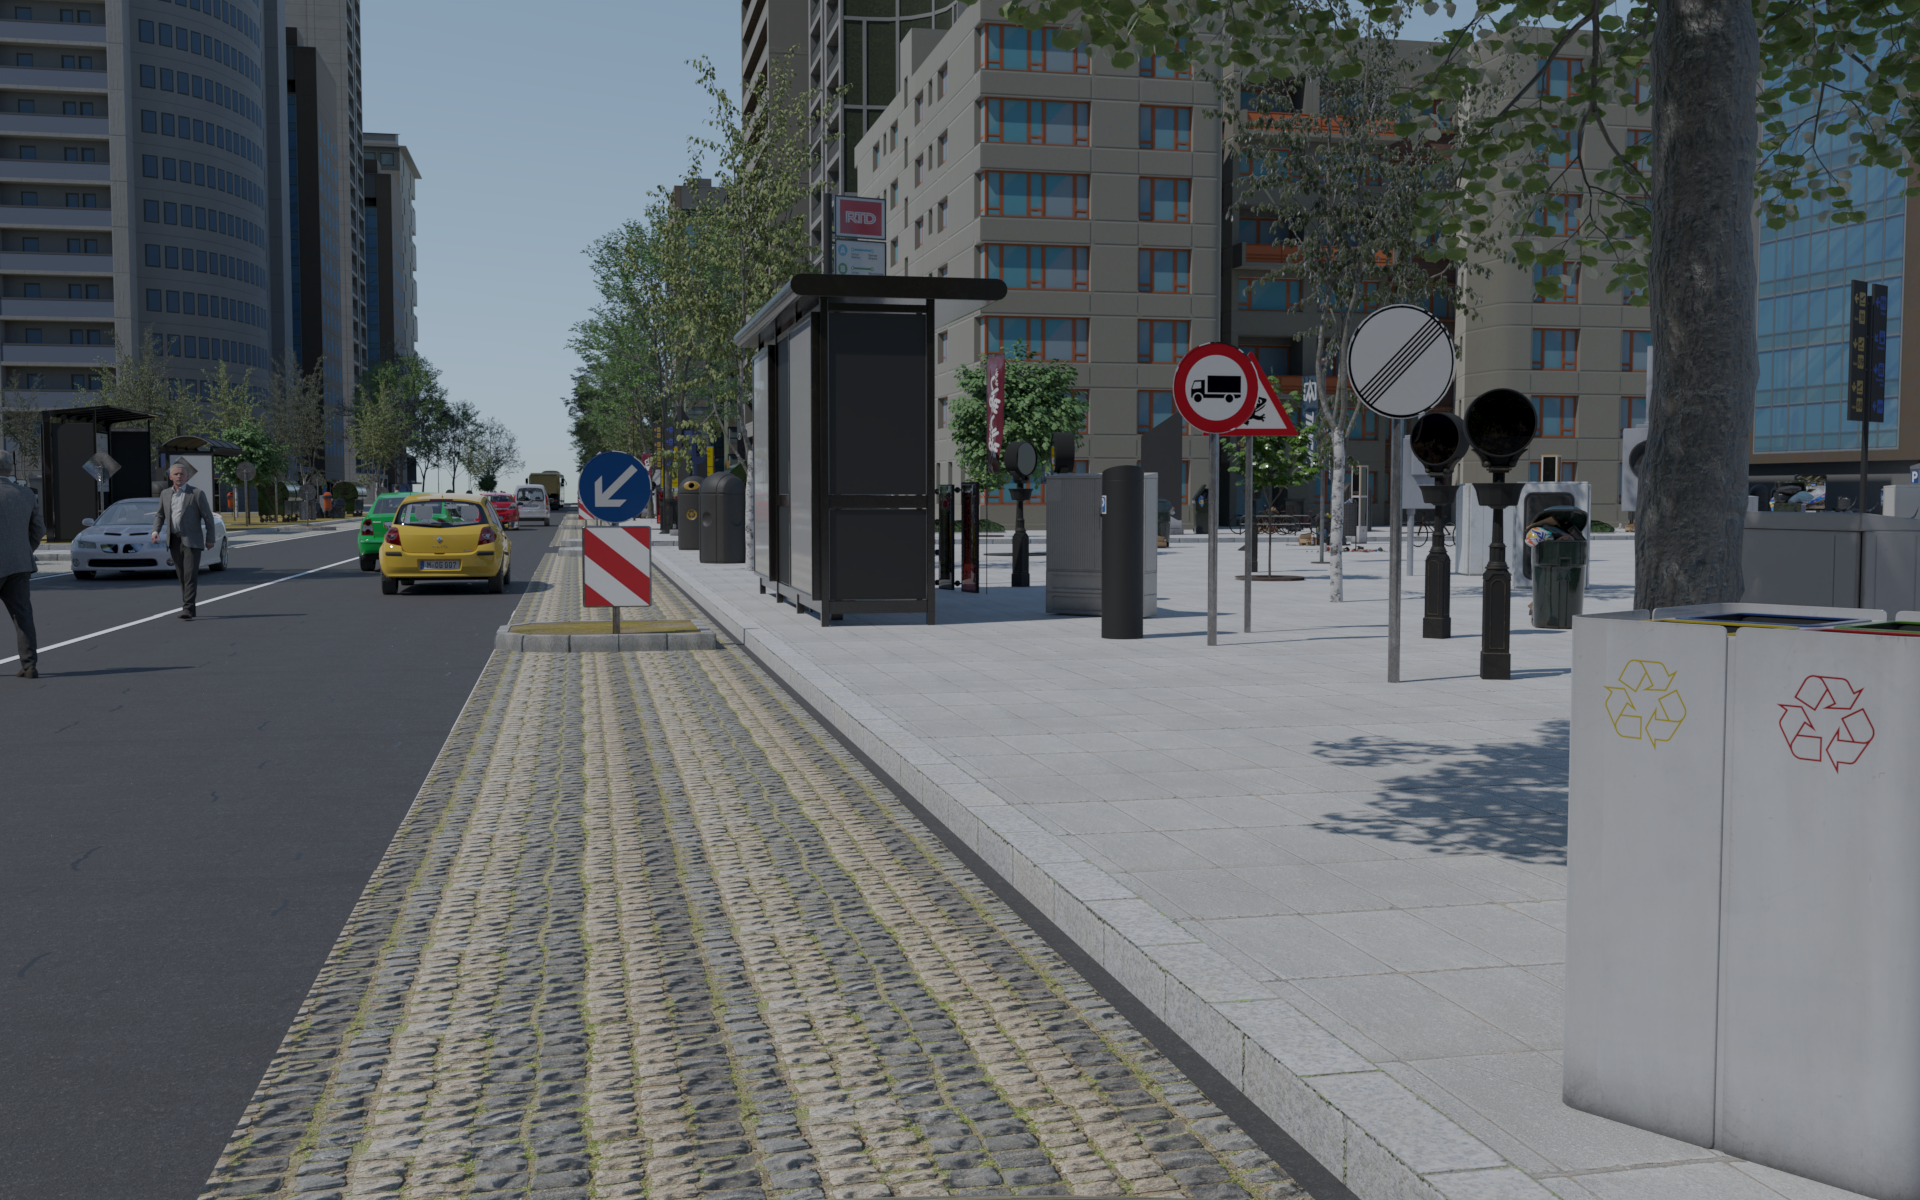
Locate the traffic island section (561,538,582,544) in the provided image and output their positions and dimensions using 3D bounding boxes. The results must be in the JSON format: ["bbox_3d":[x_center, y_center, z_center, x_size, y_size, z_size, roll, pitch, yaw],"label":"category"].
[{"bbox_3d":[-10.135,-1.604,48.512,2.009,0.180,2.903,-1,4,-12],"label":"traffic island section"}]

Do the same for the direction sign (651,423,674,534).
[{"bbox_3d":[-9.509,-3.893,55.655,0.876,3.537,0.379,2,4,35],"label":"direction sign"}]

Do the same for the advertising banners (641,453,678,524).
[{"bbox_3d":[-12.809,-4.785,74.421,2.074,3.025,0.090,1,4,23],"label":"advertising banners"}]

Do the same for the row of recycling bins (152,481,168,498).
[{"bbox_3d":[-26.001,-3.000,56.160,1.069,1.692,3.534,-2,4,-30],"label":"row of recycling bins"}]

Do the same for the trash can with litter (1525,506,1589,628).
[{"bbox_3d":[5.720,-0.333,16.833,0.624,1.170,1.055,0,4,8],"label":"trash can with litter"}]

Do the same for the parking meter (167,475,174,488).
[{"bbox_3d":[-24.486,-2.956,54.041,0.399,1.863,0.255,-2,4,-29],"label":"parking meter"}]

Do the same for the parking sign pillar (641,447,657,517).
[{"bbox_3d":[-17.844,-6.724,98.415,1.447,3.967,1.447,-1,4,-9],"label":"parking sign pillar"}]

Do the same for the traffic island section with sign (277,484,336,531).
[{"bbox_3d":[-25.494,-3.611,67.662,1.989,1.847,2.006,-1,4,-12],"label":"traffic island section with sign"}]

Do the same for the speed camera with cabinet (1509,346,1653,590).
[{"bbox_3d":[8.528,-1.770,23.279,2.038,3.252,0.660,1,4,19],"label":"speed camera with cabinet"}]

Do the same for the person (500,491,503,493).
[{"bbox_3d":[-40.033,-8.671,150.957,1.217,1.739,0.721,2,4,24],"label":"person"}]

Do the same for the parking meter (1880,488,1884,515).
[{"bbox_3d":[37.186,-3.742,69.587,0.372,1.533,0.369,0,3,0],"label":"parking meter"}]

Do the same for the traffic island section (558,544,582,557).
[{"bbox_3d":[-8.411,-1.127,40.714,2.009,0.180,2.903,-1,4,-12],"label":"traffic island section"}]

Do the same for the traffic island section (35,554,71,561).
[{"bbox_3d":[-18.999,-0.985,38.387,2.009,0.180,2.903,-1,4,-12],"label":"traffic island section"}]

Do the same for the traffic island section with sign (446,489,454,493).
[{"bbox_3d":[-42.338,-8.273,143.893,1.989,1.847,2.006,-1,4,-12],"label":"traffic island section with sign"}]

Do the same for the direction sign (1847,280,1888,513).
[{"bbox_3d":[9.744,-1.630,18.653,0.876,3.537,0.379,-3,5,-41],"label":"direction sign"}]

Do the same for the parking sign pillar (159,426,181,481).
[{"bbox_3d":[-30.841,-4.912,68.780,1.447,3.967,1.447,-2,4,-25],"label":"parking sign pillar"}]

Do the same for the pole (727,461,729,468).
[{"bbox_3d":[-14.190,-6.864,106.077,0.158,3.312,0.155,0,3,0],"label":"pole"}]

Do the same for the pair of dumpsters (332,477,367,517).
[{"bbox_3d":[-34.867,-5.889,98.778,1.574,2.255,4.437,-1,4,-12],"label":"pair of dumpsters"}]

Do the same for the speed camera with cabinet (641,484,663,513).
[{"bbox_3d":[-18.432,-6.623,102.616,2.038,3.252,0.660,1,4,10],"label":"speed camera with cabinet"}]

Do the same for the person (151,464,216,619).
[{"bbox_3d":[-8.903,-0.667,19.809,0.661,1.777,0.834,0,4,-7],"label":"person"}]

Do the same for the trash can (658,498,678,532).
[{"bbox_3d":[-9.724,-2.828,57.886,0.748,1.137,0.748,0,3,0],"label":"trash can"}]

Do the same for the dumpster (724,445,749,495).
[{"bbox_3d":[-4.215,-2.024,35.585,1.502,2.255,1.985,-1,4,-12],"label":"dumpster"}]

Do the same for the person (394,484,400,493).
[{"bbox_3d":[-20.405,-3.307,62.849,0.678,1.792,0.850,-3,5,-43],"label":"person"}]

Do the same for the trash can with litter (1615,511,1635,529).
[{"bbox_3d":[24.642,-3.218,63.678,1.678,1.210,2.233,1,4,13],"label":"trash can with litter"}]

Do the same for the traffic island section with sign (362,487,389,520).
[{"bbox_3d":[-31.305,-5.221,93.986,1.989,1.847,2.006,-1,4,-12],"label":"traffic island section with sign"}]

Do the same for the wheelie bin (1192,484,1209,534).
[{"bbox_3d":[7.846,-2.928,55.788,0.693,1.594,0.980,0,4,-1],"label":"wheelie bin"}]

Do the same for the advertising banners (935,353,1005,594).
[{"bbox_3d":[0.122,-1.612,22.536,0.090,3.025,2.074,-2,4,-25],"label":"advertising banners"}]

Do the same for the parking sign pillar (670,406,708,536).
[{"bbox_3d":[-8.254,-3.977,53.503,1.447,3.967,1.447,1,4,16],"label":"parking sign pillar"}]

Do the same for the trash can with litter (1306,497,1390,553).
[{"bbox_3d":[8.896,-1.669,38.349,2.233,1.210,1.678,1,4,23],"label":"trash can with litter"}]

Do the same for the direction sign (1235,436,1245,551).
[{"bbox_3d":[6.478,-2.881,39.098,0.379,3.537,0.876,3,5,44],"label":"direction sign"}]

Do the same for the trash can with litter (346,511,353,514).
[{"bbox_3d":[-38.704,-5.978,109.133,1.055,1.170,0.624,-1,4,-16],"label":"trash can with litter"}]

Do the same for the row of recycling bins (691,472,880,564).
[{"bbox_3d":[-3.170,-1.568,32.744,3.534,1.692,1.069,-2,4,-26],"label":"row of recycling bins"}]

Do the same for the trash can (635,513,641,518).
[{"bbox_3d":[-17.191,-4.894,91.664,0.748,1.137,0.748,0,3,0],"label":"trash can"}]

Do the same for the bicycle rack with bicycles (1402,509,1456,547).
[{"bbox_3d":[11.956,-1.719,41.490,2.925,0.926,2.852,-3,4,-36],"label":"bicycle rack with bicycles"}]

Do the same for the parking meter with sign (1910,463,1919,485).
[{"bbox_3d":[24.153,-2.876,43.284,1.738,3.016,0.543,0,4,-2],"label":"parking meter with sign"}]

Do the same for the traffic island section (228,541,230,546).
[{"bbox_3d":[-20.722,-1.462,46.185,2.009,0.180,2.903,-1,4,-12],"label":"traffic island section"}]

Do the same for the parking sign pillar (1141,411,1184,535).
[{"bbox_3d":[6.355,-4.049,54.672,1.447,3.967,1.447,0,4,6],"label":"parking sign pillar"}]

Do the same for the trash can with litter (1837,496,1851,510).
[{"bbox_3d":[35.259,-3.602,69.945,2.233,1.210,1.678,0,4,-2],"label":"trash can with litter"}]

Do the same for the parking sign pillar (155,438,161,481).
[{"bbox_3d":[-38.230,-5.820,83.632,1.447,3.967,1.447,1,4,8],"label":"parking sign pillar"}]

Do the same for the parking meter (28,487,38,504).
[{"bbox_3d":[-34.403,-3.416,64.265,0.372,1.533,0.369,0,3,0],"label":"parking meter"}]

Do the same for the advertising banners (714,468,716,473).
[{"bbox_3d":[-16.047,-7.394,117.075,2.074,3.025,0.090,-2,4,-33],"label":"advertising banners"}]

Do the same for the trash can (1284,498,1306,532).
[{"bbox_3d":[11.454,-2.912,59.263,0.748,1.137,0.748,0,3,0],"label":"trash can"}]

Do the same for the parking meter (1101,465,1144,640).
[{"bbox_3d":[1.447,-0.428,15.403,0.372,1.533,0.369,0,3,0],"label":"parking meter"}]

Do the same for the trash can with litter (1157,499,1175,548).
[{"bbox_3d":[4.823,-1.826,41.248,0.624,1.170,1.055,0,4,5],"label":"trash can with litter"}]

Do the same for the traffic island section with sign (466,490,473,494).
[{"bbox_3d":[-48.155,-9.883,170.216,1.989,1.847,2.006,-1,4,-12],"label":"traffic island section with sign"}]

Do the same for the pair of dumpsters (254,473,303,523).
[{"bbox_3d":[-31.301,-4.714,79.569,1.574,2.255,4.437,-1,4,-12],"label":"pair of dumpsters"}]

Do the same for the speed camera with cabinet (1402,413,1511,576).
[{"bbox_3d":[7.875,-2.016,27.291,2.038,3.252,0.660,0,4,-4],"label":"speed camera with cabinet"}]

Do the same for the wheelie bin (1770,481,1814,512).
[{"bbox_3d":[19.431,-1.994,40.515,0.980,1.594,0.693,3,4,36],"label":"wheelie bin"}]

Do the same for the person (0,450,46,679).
[{"bbox_3d":[-7.563,-0.285,13.560,0.834,1.777,0.661,2,4,24],"label":"person"}]

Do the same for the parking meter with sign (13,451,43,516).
[{"bbox_3d":[-37.628,-4.555,70.735,1.738,3.016,0.543,-2,4,-24],"label":"parking meter with sign"}]

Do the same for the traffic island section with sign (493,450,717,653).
[{"bbox_3d":[-3.406,-0.483,16.518,1.989,1.847,2.006,-1,4,-12],"label":"traffic island section with sign"}]

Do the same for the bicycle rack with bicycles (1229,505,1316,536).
[{"bbox_3d":[9.852,-2.520,54.582,2.925,0.926,2.852,2,4,29],"label":"bicycle rack with bicycles"}]

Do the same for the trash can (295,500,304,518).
[{"bbox_3d":[-35.859,-5.052,94.253,0.748,1.137,0.748,0,3,0],"label":"trash can"}]
